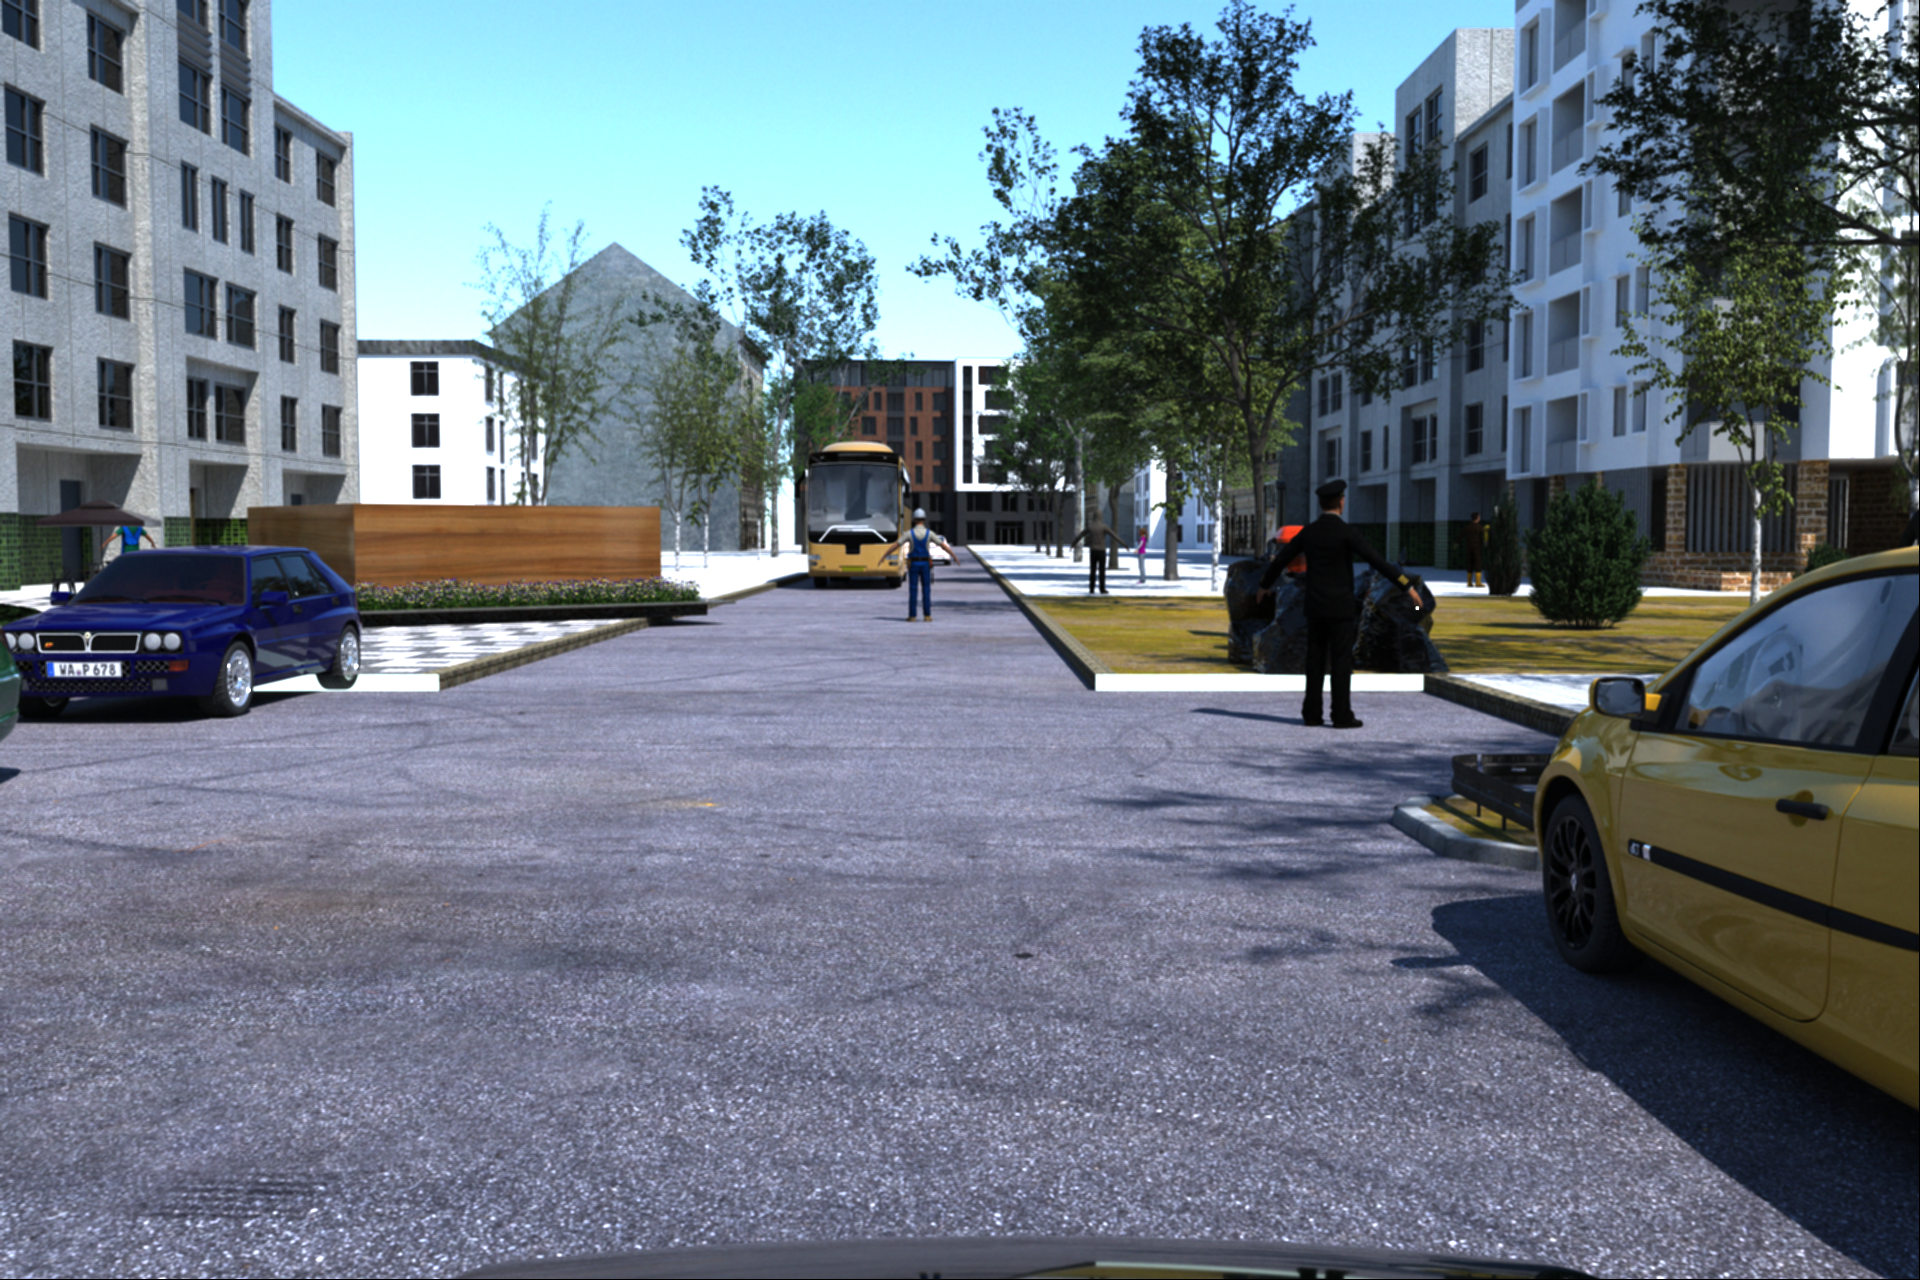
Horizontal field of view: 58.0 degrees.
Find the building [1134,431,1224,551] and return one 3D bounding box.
[{"bbox_3d":[20.590,-12.511,146.696,9.099,9.664,28.070,0,3,0],"label":"building"}]

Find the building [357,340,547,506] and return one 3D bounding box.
[{"bbox_3d":[-25.703,-8.978,88.933,9.099,9.664,28.070,0,4,-1],"label":"building"}]

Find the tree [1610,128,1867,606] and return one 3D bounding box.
[{"bbox_3d":[13.927,-4.905,30.552,4.737,8.622,4.395,0,3,0],"label":"tree"}]

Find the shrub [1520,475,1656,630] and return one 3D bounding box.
[{"bbox_3d":[8.472,-1.185,23.408,1.661,2.075,1.752,0,3,0],"label":"shrub"}]

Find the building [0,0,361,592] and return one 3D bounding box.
[{"bbox_3d":[-29.845,-10.992,46.177,16.747,18.905,31.486,0,4,0],"label":"building"}]

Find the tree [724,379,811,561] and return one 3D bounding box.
[{"bbox_3d":[-9.899,-8.123,83.169,4.360,8.622,3.978,0,3,0],"label":"tree"}]

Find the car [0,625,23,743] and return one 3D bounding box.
[{"bbox_3d":[-6.205,0.245,7.790,2.131,1.459,4.920,0,4,0],"label":"car"}]

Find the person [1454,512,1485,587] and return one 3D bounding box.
[{"bbox_3d":[12.466,-2.186,41.871,0.704,1.812,1.346,-3,4,-38],"label":"person"}]

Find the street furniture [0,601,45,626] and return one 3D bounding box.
[{"bbox_3d":[-12.305,-0.093,17.144,5.734,0.657,10.072,-1,4,-13],"label":"street furniture"}]

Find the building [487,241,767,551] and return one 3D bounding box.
[{"bbox_3d":[-25.968,-18.874,139.515,19.493,23.208,18.063,0,4,-1],"label":"building"}]

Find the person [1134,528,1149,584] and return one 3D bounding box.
[{"bbox_3d":[4.671,-2.187,45.028,0.599,1.433,0.991,1,4,17],"label":"person"}]

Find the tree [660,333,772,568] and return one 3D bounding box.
[{"bbox_3d":[-9.343,-6.993,64.693,4.737,8.622,4.395,0,3,0],"label":"tree"}]

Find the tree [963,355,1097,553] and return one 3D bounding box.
[{"bbox_3d":[5.251,-12.660,117.364,12.009,13.543,11.850,0,3,0],"label":"tree"}]

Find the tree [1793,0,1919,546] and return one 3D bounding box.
[{"bbox_3d":[12.817,-4.476,23.549,4.360,8.622,3.978,0,3,0],"label":"tree"}]

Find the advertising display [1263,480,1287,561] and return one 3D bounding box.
[{"bbox_3d":[3.847,-0.979,21.227,0.123,1.923,0.974,0,4,1],"label":"advertising display"}]

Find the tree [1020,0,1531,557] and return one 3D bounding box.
[{"bbox_3d":[5.156,-5.790,29.084,8.767,10.594,7.601,0,4,5],"label":"tree"}]

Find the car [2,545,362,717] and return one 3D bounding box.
[{"bbox_3d":[-6.506,-0.134,14.770,1.945,1.354,3.894,0,3,0],"label":"car"}]

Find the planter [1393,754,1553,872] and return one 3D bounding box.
[{"bbox_3d":[3.135,0.793,8.169,1.991,0.319,1.994,0,4,-1],"label":"planter"}]

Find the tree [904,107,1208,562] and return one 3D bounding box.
[{"bbox_3d":[4.005,-13.619,78.552,12.611,20.169,13.585,0,3,0],"label":"tree"}]

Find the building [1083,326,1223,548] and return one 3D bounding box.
[{"bbox_3d":[22.249,-20.877,172.275,19.493,23.208,18.063,0,3,0],"label":"building"}]

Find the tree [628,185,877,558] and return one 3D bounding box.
[{"bbox_3d":[-11.272,-14.636,95.192,12.611,20.169,13.585,0,3,0],"label":"tree"}]

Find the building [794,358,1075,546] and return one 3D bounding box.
[{"bbox_3d":[-3.965,-22.414,212.907,32.646,21.610,27.936,0,4,-6],"label":"building"}]

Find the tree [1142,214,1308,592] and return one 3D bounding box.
[{"bbox_3d":[5.773,-5.399,38.643,4.737,8.622,4.395,0,3,0],"label":"tree"}]

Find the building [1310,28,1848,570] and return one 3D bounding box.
[{"bbox_3d":[25.662,-12.409,69.346,16.747,18.905,31.486,0,3,0],"label":"building"}]

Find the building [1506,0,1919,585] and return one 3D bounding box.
[{"bbox_3d":[21.828,-11.892,50.847,16.016,20.090,11.380,0,4,0],"label":"building"}]

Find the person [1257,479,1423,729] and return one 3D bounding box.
[{"bbox_3d":[2.764,-0.274,12.870,1.347,1.837,0.705,3,5,40],"label":"person"}]

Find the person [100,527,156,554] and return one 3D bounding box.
[{"bbox_3d":[-19.389,-2.100,40.457,0.704,1.817,1.347,2,4,35],"label":"person"}]

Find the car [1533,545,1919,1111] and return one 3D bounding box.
[{"bbox_3d":[2.855,0.349,4.520,2.015,1.641,3.980,0,4,0],"label":"car"}]

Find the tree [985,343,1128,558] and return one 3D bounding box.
[{"bbox_3d":[5.226,-10.161,91.889,9.928,11.665,9.643,0,3,0],"label":"tree"}]

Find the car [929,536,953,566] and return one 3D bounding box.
[{"bbox_3d":[-1.372,-4.152,80.242,2.083,1.381,4.827,0,4,-1],"label":"car"}]

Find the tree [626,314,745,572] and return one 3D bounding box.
[{"bbox_3d":[-9.709,-6.616,58.538,4.360,8.622,3.978,0,3,0],"label":"tree"}]

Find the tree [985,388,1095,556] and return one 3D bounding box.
[{"bbox_3d":[4.954,-10.303,102.874,7.601,10.594,8.767,-2,4,-24],"label":"tree"}]

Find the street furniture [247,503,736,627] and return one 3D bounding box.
[{"bbox_3d":[-8.813,-1.220,26.793,9.812,1.723,11.010,-3,5,-40],"label":"street furniture"}]

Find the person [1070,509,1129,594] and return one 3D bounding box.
[{"bbox_3d":[2.976,-1.905,37.279,1.348,1.813,0.705,1,4,23],"label":"person"}]

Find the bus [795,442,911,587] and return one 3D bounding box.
[{"bbox_3d":[-2.776,-3.561,49.775,2.896,3.916,12.252,0,4,-1],"label":"bus"}]

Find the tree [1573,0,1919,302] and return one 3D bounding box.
[{"bbox_3d":[8.672,-4.878,14.174,7.601,10.594,8.767,2,4,27],"label":"tree"}]

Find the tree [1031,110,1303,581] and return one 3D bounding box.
[{"bbox_3d":[5.392,-7.903,47.345,7.486,12.596,7.792,0,3,0],"label":"tree"}]

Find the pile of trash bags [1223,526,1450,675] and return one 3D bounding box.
[{"bbox_3d":[3.581,-0.464,17.339,1.912,1.369,3.447,0,4,-1],"label":"pile of trash bags"}]

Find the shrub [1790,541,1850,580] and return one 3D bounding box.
[{"bbox_3d":[11.388,-0.715,22.808,1.383,1.207,1.383,0,3,0],"label":"shrub"}]

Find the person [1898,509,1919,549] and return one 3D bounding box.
[{"bbox_3d":[8.423,-0.538,14.869,0.705,1.821,1.348,0,4,-5],"label":"person"}]

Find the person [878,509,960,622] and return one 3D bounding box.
[{"bbox_3d":[-0.664,-1.226,28.365,1.347,1.847,0.705,0,4,-6],"label":"person"}]

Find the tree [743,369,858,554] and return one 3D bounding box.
[{"bbox_3d":[-9.974,-11.239,109.509,9.928,11.665,9.643,0,3,0],"label":"tree"}]

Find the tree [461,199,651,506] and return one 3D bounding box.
[{"bbox_3d":[-9.641,-5.411,38.830,4.360,8.622,3.978,0,3,0],"label":"tree"}]

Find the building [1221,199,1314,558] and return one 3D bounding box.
[{"bbox_3d":[25.069,-16.135,94.732,19.493,23.208,18.063,0,4,0],"label":"building"}]

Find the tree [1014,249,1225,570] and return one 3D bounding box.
[{"bbox_3d":[5.525,-8.289,61.282,9.928,11.665,9.643,0,3,0],"label":"tree"}]

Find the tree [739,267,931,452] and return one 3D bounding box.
[{"bbox_3d":[-8.596,-16.252,121.601,12.611,20.169,13.585,0,3,0],"label":"tree"}]

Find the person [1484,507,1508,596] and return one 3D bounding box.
[{"bbox_3d":[11.269,-1.864,36.240,0.705,1.858,1.354,-1,4,-9],"label":"person"}]
